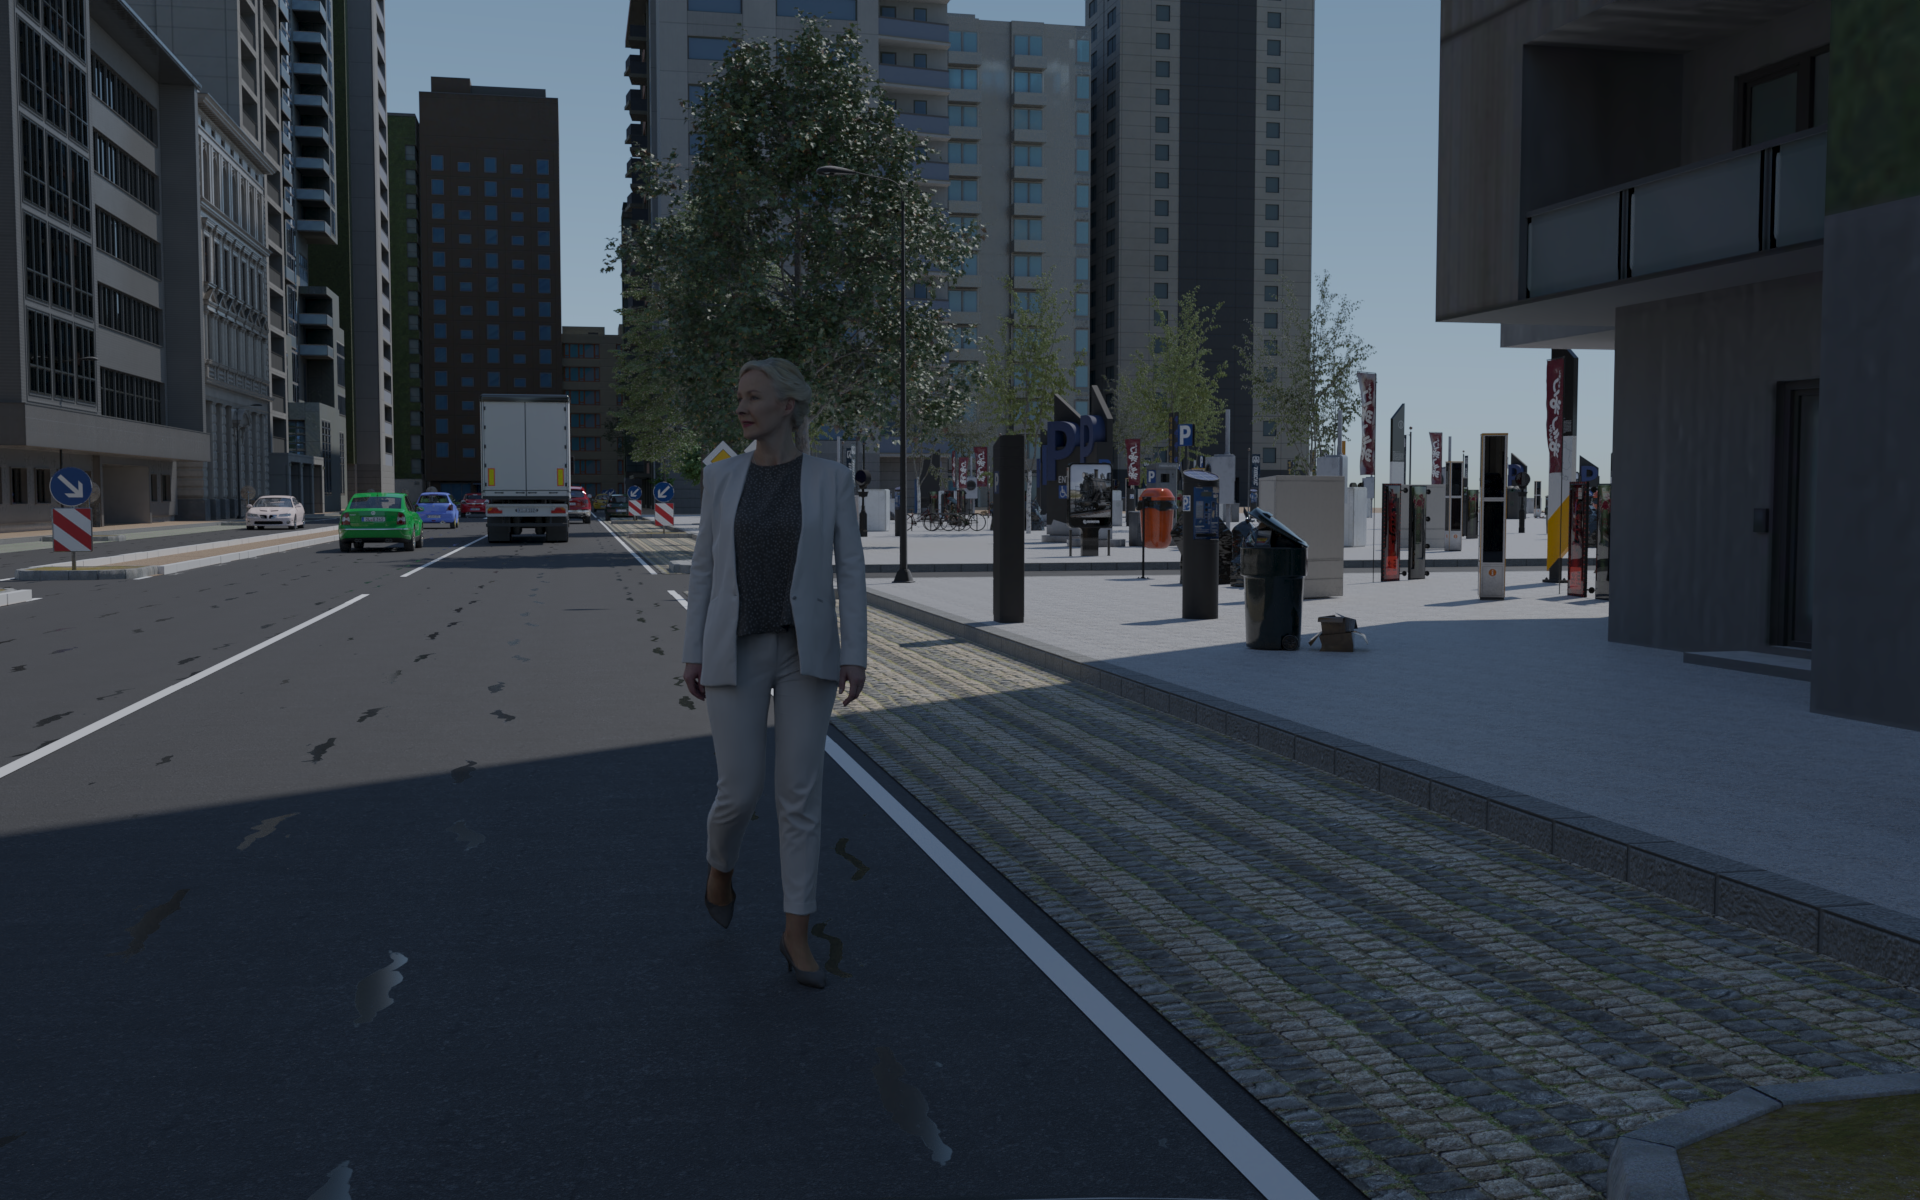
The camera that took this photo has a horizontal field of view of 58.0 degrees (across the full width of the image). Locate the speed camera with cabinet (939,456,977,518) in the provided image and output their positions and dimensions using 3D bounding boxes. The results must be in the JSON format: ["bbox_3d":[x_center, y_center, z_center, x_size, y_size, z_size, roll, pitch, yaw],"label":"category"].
[{"bbox_3d":[-0.108,-5.908,90.938,2.038,3.252,0.660,0,4,1],"label":"speed camera with cabinet"}]

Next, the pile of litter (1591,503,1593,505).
[{"bbox_3d":[41.993,-6.140,114.357,1.176,0.858,1.719,-3,5,-42],"label":"pile of litter"}]

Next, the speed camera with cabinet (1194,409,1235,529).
[{"bbox_3d":[6.006,-2.869,41.242,0.660,3.252,2.038,0,4,-6],"label":"speed camera with cabinet"}]

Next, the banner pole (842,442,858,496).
[{"bbox_3d":[-5.347,-5.660,82.551,0.863,3.779,0.401,-1,4,-9],"label":"banner pole"}]

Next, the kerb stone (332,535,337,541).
[{"bbox_3d":[-19.051,-1.845,52.353,0.120,0.150,1.000,-1,4,-13],"label":"kerb stone"}]

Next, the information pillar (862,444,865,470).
[{"bbox_3d":[-3.751,-4.650,67.377,0.183,3.616,0.504,0,4,-5],"label":"information pillar"}]

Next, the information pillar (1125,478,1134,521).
[{"bbox_3d":[7.843,-4.619,80.020,0.304,2.012,0.304,2,4,30],"label":"information pillar"}]

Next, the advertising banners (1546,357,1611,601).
[{"bbox_3d":[7.732,-1.553,21.581,0.090,3.025,2.074,0,4,-5],"label":"advertising banners"}]

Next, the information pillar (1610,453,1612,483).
[{"bbox_3d":[31.328,-5.597,82.868,0.183,3.616,0.504,-2,4,-25],"label":"information pillar"}]

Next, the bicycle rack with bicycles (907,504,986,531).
[{"bbox_3d":[-0.436,-2.872,60.332,2.925,0.926,2.852,1,4,22],"label":"bicycle rack with bicycles"}]

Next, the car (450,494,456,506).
[{"bbox_3d":[-50.666,-9.823,170.398,2.009,1.686,4.222,-1,4,-11],"label":"car"}]

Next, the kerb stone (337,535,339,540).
[{"bbox_3d":[-19.267,-1.905,53.355,0.120,0.150,1.000,-1,4,-13],"label":"kerb stone"}]

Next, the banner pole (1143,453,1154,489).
[{"bbox_3d":[11.615,-7.101,106.122,0.863,3.779,0.401,1,4,21],"label":"banner pole"}]

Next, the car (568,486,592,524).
[{"bbox_3d":[-19.171,-4.658,84.833,2.281,1.827,5.304,-1,4,-14],"label":"car"}]

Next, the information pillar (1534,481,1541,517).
[{"bbox_3d":[32.344,-5.658,97.005,0.304,2.012,0.304,0,4,-3],"label":"information pillar"}]

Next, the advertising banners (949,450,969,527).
[{"bbox_3d":[-0.044,-4.428,68.592,0.090,3.025,2.074,-1,4,-15],"label":"advertising banners"}]

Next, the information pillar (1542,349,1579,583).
[{"bbox_3d":[8.645,-2.050,24.875,0.183,3.616,0.504,-1,4,-23],"label":"information pillar"}]

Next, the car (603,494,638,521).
[{"bbox_3d":[-18.178,-5.090,93.009,2.009,1.686,4.222,-1,4,-11],"label":"car"}]

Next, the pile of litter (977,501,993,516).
[{"bbox_3d":[1.690,-5.380,101.921,1.719,0.858,1.176,-2,4,-30],"label":"pile of litter"}]

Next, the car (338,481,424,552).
[{"bbox_3d":[-14.849,-2.186,44.534,1.959,1.807,4.718,-1,4,-13],"label":"car"}]

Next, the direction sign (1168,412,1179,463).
[{"bbox_3d":[5.926,-3.432,48.106,0.379,3.537,0.876,-1,4,-9],"label":"direction sign"}]

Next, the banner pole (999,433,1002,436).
[{"bbox_3d":[1.635,-4.991,71.621,0.401,3.779,0.863,0,4,-4],"label":"banner pole"}]

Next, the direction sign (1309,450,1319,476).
[{"bbox_3d":[18.232,-5.891,88.319,0.876,3.537,0.379,2,4,29],"label":"direction sign"}]

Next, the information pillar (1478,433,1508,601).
[{"bbox_3d":[6.448,-1.008,20.968,0.304,2.012,0.304,1,4,13],"label":"information pillar"}]

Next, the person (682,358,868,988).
[{"bbox_3d":[-0.586,0.187,5.322,0.514,1.842,0.818,-1,4,-20],"label":"person"}]

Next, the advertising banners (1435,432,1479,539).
[{"bbox_3d":[14.070,-3.246,49.266,2.074,3.025,0.090,-2,4,-30],"label":"advertising banners"}]

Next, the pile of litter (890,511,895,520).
[{"bbox_3d":[-3.827,-4.324,84.666,1.719,0.858,1.176,0,4,4],"label":"pile of litter"}]

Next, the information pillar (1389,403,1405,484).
[{"bbox_3d":[11.253,-3.256,44.588,0.504,3.616,0.183,-3,4,-37],"label":"information pillar"}]

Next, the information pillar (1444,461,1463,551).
[{"bbox_3d":[11.066,-2.100,38.830,0.304,2.012,0.304,0,4,-6],"label":"information pillar"}]

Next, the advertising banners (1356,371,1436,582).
[{"bbox_3d":[6.358,-1.789,25.431,0.090,3.025,2.074,3,5,44],"label":"advertising banners"}]

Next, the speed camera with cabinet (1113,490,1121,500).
[{"bbox_3d":[6.249,-5.120,78.045,2.038,3.252,0.660,-2,4,-23],"label":"speed camera with cabinet"}]

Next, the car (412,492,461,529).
[{"bbox_3d":[-21.893,-3.839,72.366,1.945,1.707,3.694,-1,4,-14],"label":"car"}]

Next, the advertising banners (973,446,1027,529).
[{"bbox_3d":[1.524,-4.127,63.660,2.074,3.025,0.090,0,4,2],"label":"advertising banners"}]

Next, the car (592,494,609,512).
[{"bbox_3d":[-28.995,-8.009,141.170,2.015,1.641,3.980,-1,4,-11],"label":"car"}]

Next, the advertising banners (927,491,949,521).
[{"bbox_3d":[-0.542,-5.225,81.609,2.074,3.025,0.090,-1,4,-19],"label":"advertising banners"}]

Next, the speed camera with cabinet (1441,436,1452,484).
[{"bbox_3d":[16.312,-4.008,59.860,0.660,3.252,2.038,-1,4,-23],"label":"speed camera with cabinet"}]

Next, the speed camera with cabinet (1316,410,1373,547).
[{"bbox_3d":[9.169,-2.890,41.586,0.660,3.252,2.038,2,4,32],"label":"speed camera with cabinet"}]

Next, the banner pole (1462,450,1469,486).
[{"bbox_3d":[28.819,-6.658,98.880,0.401,3.779,0.863,-1,4,-8],"label":"banner pole"}]

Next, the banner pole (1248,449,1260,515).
[{"bbox_3d":[16.069,-6.423,95.029,0.863,3.779,0.401,0,4,2],"label":"banner pole"}]

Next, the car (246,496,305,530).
[{"bbox_3d":[-27.986,-3.579,70.875,2.083,1.381,4.827,-1,4,-14],"label":"car"}]

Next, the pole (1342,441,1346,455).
[{"bbox_3d":[14.656,-4.428,66.240,0.158,3.312,0.155,0,3,0],"label":"pole"}]

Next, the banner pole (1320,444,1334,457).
[{"bbox_3d":[18.425,-5.923,86.857,0.863,3.779,0.401,0,4,5],"label":"banner pole"}]

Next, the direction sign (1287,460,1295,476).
[{"bbox_3d":[21.956,-7.512,114.820,0.379,3.537,0.876,3,5,45],"label":"direction sign"}]

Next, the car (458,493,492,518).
[{"bbox_3d":[-29.955,-6.002,107.166,2.155,1.783,4.494,-1,4,-14],"label":"car"}]

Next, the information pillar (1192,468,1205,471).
[{"bbox_3d":[6.816,-2.761,49.626,0.304,2.012,0.304,0,4,-6],"label":"information pillar"}]

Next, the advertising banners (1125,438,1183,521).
[{"bbox_3d":[6.145,-3.553,54.272,2.074,3.025,0.090,1,4,23],"label":"advertising banners"}]

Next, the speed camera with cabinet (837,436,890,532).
[{"bbox_3d":[-3.459,-3.989,59.549,2.038,3.252,0.660,1,4,12],"label":"speed camera with cabinet"}]

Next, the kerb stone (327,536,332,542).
[{"bbox_3d":[-18.826,-1.776,51.356,0.120,0.150,1.000,-1,4,-13],"label":"kerb stone"}]

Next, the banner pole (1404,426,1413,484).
[{"bbox_3d":[16.475,-4.539,64.229,0.863,3.779,0.401,3,5,40],"label":"banner pole"}]
